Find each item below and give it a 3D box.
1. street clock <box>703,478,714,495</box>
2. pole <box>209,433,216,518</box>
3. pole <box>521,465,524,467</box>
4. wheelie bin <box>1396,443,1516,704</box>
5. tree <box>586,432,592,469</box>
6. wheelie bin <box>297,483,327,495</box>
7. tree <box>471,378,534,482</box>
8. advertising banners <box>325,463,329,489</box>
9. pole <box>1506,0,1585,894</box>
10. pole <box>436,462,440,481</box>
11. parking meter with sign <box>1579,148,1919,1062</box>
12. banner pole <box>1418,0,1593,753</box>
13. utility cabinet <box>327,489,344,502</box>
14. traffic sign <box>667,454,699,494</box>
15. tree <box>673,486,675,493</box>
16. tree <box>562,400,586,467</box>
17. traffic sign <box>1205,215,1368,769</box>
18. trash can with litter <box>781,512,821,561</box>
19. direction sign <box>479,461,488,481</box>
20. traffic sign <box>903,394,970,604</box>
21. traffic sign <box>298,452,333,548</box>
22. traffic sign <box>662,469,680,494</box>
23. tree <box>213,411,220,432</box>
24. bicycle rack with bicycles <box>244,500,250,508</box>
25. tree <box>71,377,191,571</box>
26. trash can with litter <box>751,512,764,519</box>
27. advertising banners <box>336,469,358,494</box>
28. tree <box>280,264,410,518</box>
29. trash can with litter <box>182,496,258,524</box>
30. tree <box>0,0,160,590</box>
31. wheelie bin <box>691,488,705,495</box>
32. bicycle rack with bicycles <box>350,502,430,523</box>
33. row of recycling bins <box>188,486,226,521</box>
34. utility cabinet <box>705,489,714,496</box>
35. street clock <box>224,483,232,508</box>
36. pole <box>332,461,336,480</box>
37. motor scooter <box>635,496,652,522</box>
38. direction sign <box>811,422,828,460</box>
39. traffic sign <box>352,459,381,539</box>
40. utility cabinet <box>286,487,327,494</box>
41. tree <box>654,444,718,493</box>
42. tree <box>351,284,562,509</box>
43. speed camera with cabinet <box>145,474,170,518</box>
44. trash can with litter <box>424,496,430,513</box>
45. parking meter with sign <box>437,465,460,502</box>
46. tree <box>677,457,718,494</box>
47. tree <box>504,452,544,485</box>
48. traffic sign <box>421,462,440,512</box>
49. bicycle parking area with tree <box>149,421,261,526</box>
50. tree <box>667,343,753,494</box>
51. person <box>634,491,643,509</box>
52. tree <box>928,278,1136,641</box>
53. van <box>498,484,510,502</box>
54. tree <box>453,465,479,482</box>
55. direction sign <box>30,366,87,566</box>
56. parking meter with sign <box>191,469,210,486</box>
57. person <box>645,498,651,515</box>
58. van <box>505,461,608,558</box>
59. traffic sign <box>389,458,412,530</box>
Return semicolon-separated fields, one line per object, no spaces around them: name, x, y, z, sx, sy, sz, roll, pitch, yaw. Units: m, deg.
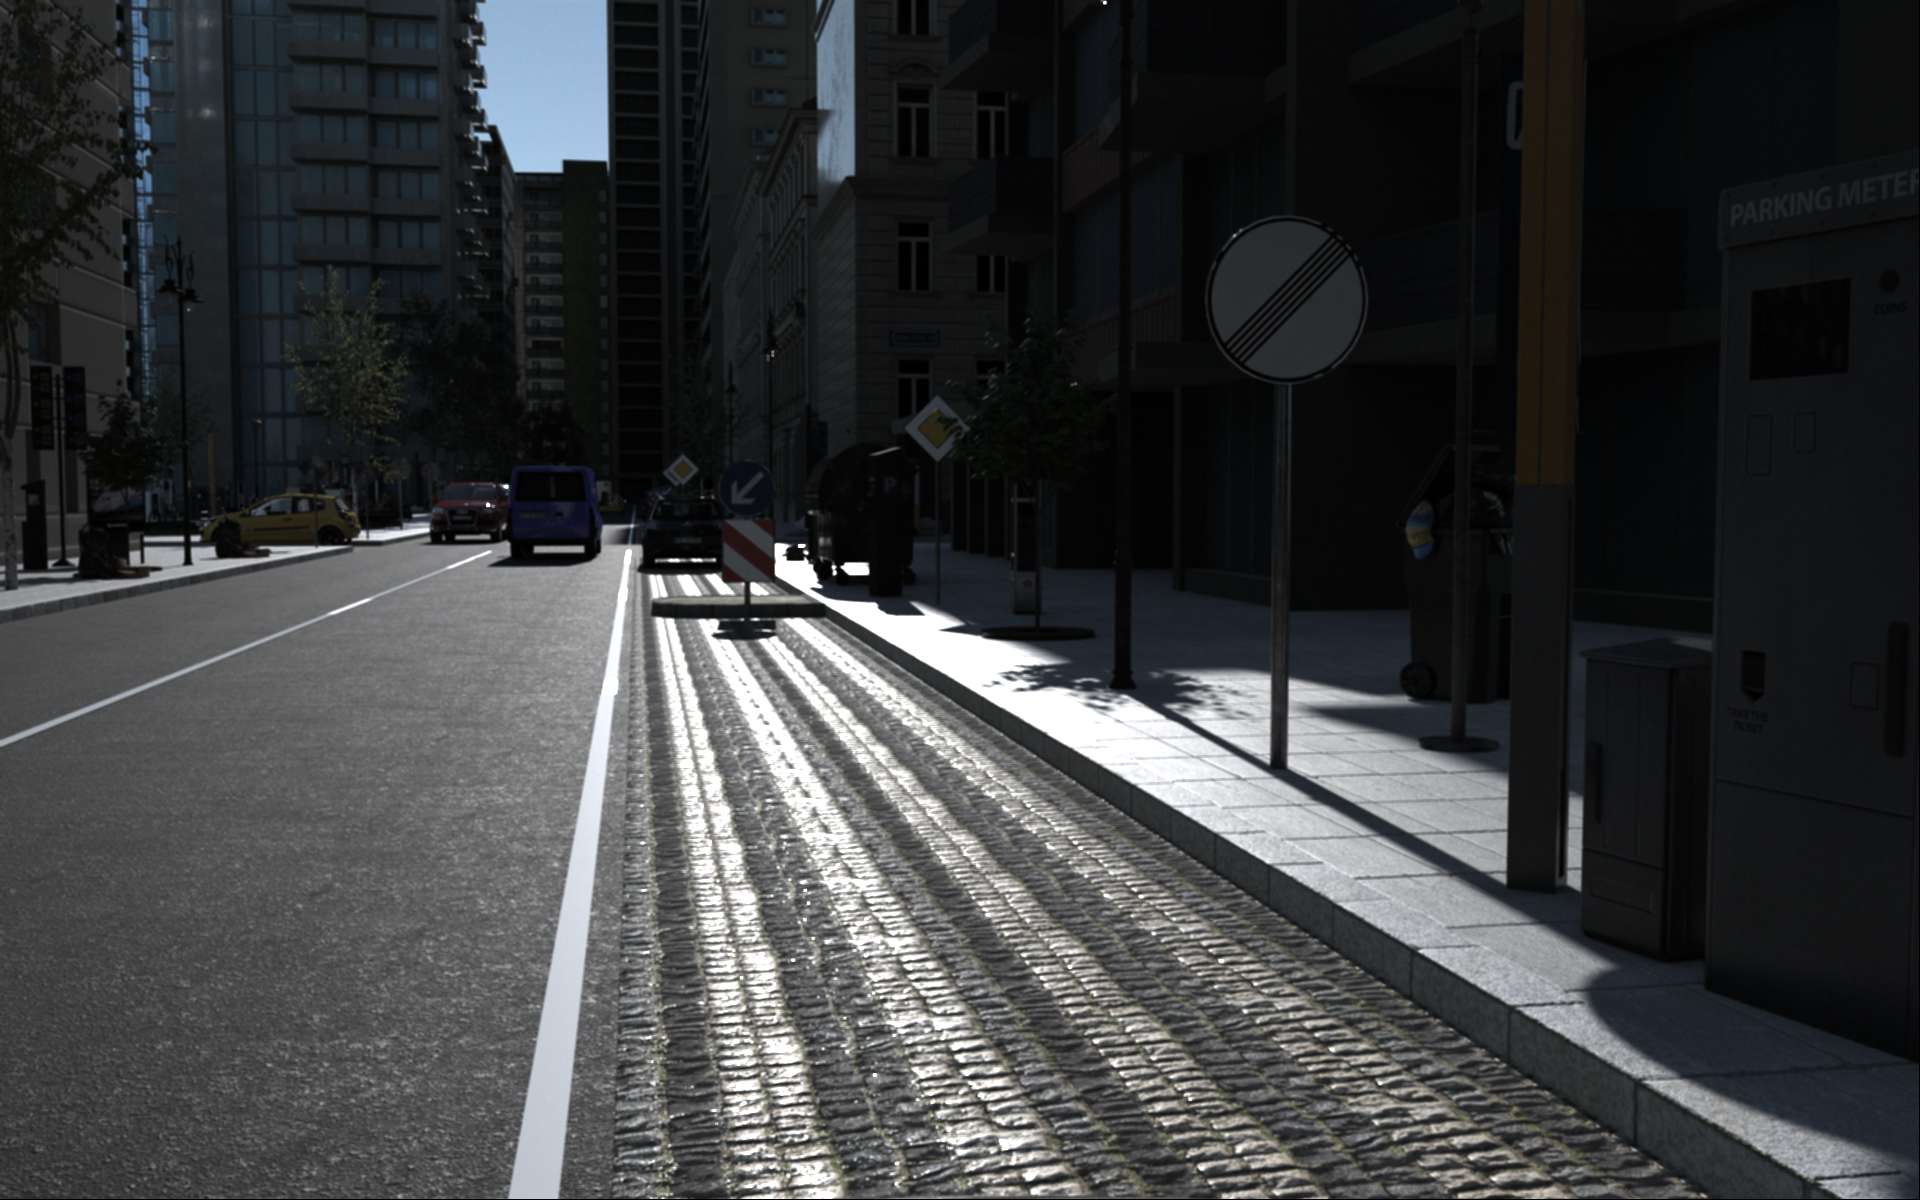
street clock;-11.073;-4.383;76.225;0.471;2.002;0.358;-1;4;-11
pole;-24.844;-3.898;57.575;0.158;3.312;0.155;0;3;0
pole;-31.103;-7.915;123.246;0.158;3.312;0.155;0;3;0
wheelie bin;3.217;-0.182;10.879;0.980;1.594;0.693;-3;5;-43
tree;-38.055;-13.786;159.811;8.767;10.594;7.601;0;4;-6
wheelie bin;-18.097;-2.473;48.336;0.693;1.594;0.980;2;4;24
tree;-28.058;-9.493;105.578;4.737;8.622;4.395;0;3;0
advertising banners;-35.772;-6.170;97.069;0.090;3.025;2.074;0;4;2
pole;1.884;-0.716;5.556;0.158;3.312;0.155;0;3;0
pole;-33.266;-7.132;110.452;0.158;3.312;0.155;0;3;0
parking meter with sign;2.247;-0.485;4.199;0.543;3.016;1.738;-1;4;-22
banner pole;2.755;-1.144;8.716;0.863;3.779;0.401;-1;4;-11
utility cabinet;-29.710;-4.482;81.964;1.173;1.500;0.318;1;4;17
traffic sign;-6.830;-2.394;42.779;0.795;2.450;0.064;-1;4;-11
tree;-28.083;-10.860;172.166;1.663;3.219;1.824;0;3;0
tree;-26.037;-9.696;92.945;8.767;10.594;7.601;3;5;42
traffic sign;1.492;-0.485;8.028;0.768;2.556;0.104;0;4;-7
trash can with litter;-2.937;-1.342;33.336;1.055;1.170;0.624;1;4;18
direction sign;-32.740;-7.769;119.022;0.876;3.537;0.379;3;4;38
traffic sign;-0.263;-1.156;20.085;0.795;2.450;0.064;0;4;-5
traffic sign;-15.332;-2.298;41.219;0.795;2.450;0.064;-1;4;-11
traffic sign;-8.296;-2.874;50.629;0.795;2.450;0.064;-1;4;-11
tree;-41.004;-8.549;90.142;4.737;8.622;4.395;0;3;0
bicycle rack with bicycles;-44.933;-5.998;111.449;2.852;0.926;2.925;2;4;32
tree;-14.010;-2.100;28.943;1.663;3.219;1.824;0;3;0
trash can with litter;-8.104;-3.356;65.931;2.233;1.210;1.678;-2;4;-27
advertising banners;-42.775;-7.598;120.413;2.074;3.025;0.090;1;4;19
tree;-19.368;-6.412;55.191;4.360;8.622;3.978;0;3;0
trash can with litter;-26.216;-3.111;61.919;1.678;1.210;2.233;2;4;34
tree;-12.972;-4.439;22.936;4.737;8.622;4.395;0;3;0
wheelie bin;-12.921;-4.765;85.821;0.980;1.594;0.693;2;4;27
bicycle rack with bicycles;-26.079;-3.973;78.341;2.925;0.926;2.852;1;4;12
row of recycling bins;-37.314;-4.806;85.691;1.069;1.692;3.534;0;4;-4
utility cabinet;-11.593;-4.373;80.178;0.318;1.500;1.173;-1;4;-15
street clock;-49.389;-6.869;116.872;0.471;2.002;0.358;1;4;14
pole;-38.699;-6.928;107.120;0.158;3.312;0.155;0;3;0
motor scooter;-16.214;-4.646;88.737;0.815;1.314;1.986;-1;4;-9
direction sign;-4.548;-3.801;54.151;0.876;3.537;0.379;-2;4;-27
traffic sign;-16.797;-2.778;49.069;0.795;2.450;0.064;-1;4;-11
utility cabinet;-22.125;-3.049;58.528;1.173;1.500;0.318;-2;4;-24
tree;-16.617;-7.524;106.727;4.285;4.588;4.351;0;3;0
tree;-23.990;-8.777;77.918;8.767;10.594;7.601;3;4;36
speed camera with cabinet;-43.705;-6.099;94.046;0.660;3.252;2.038;0;4;4
trash can with litter;-35.604;-6.447;116.794;1.055;1.170;0.624;-1;4;-18
parking meter with sign;-30.544;-6.500;102.535;1.738;3.016;0.543;1;4;9
tree;-14.852;-6.361;98.598;1.663;3.219;1.824;0;3;0
tree;-35.760;-9.721;142.644;4.285;4.588;4.351;0;3;0
traffic sign;-21.278;-4.254;69.651;0.768;2.556;0.104;0;4;-1
bicycle parking area with tree;-30.163;-4.932;67.646;8.231;4.147;9.016;1;4;14
tree;-12.376;-8.163;83.824;4.737;8.622;4.395;0;3;0
person;-31.899;-9.945;171.928;0.721;1.723;1.217;2;4;35
tree;0.689;-1.289;15.681;1.663;3.219;1.824;0;3;0
van;-18.804;-3.830;69.626;2.013;2.044;4.112;-1;4;-11
tree;-34.001;-7.687;120.288;1.663;3.219;1.824;0;3;0
direction sign;-15.977;-2.371;30.770;0.876;3.537;0.379;-1;4;-17
parking meter with sign;-51.934;-7.522;119.245;1.738;3.016;0.543;-1;4;-15
person;-21.579;-6.479;119.935;0.738;1.151;1.012;0;4;4
van;-9.374;-2.198;40.321;2.240;2.365;5.245;-1;4;-10
traffic sign;-20.016;-3.784;61.982;0.768;2.556;0.104;-1;4;-10
